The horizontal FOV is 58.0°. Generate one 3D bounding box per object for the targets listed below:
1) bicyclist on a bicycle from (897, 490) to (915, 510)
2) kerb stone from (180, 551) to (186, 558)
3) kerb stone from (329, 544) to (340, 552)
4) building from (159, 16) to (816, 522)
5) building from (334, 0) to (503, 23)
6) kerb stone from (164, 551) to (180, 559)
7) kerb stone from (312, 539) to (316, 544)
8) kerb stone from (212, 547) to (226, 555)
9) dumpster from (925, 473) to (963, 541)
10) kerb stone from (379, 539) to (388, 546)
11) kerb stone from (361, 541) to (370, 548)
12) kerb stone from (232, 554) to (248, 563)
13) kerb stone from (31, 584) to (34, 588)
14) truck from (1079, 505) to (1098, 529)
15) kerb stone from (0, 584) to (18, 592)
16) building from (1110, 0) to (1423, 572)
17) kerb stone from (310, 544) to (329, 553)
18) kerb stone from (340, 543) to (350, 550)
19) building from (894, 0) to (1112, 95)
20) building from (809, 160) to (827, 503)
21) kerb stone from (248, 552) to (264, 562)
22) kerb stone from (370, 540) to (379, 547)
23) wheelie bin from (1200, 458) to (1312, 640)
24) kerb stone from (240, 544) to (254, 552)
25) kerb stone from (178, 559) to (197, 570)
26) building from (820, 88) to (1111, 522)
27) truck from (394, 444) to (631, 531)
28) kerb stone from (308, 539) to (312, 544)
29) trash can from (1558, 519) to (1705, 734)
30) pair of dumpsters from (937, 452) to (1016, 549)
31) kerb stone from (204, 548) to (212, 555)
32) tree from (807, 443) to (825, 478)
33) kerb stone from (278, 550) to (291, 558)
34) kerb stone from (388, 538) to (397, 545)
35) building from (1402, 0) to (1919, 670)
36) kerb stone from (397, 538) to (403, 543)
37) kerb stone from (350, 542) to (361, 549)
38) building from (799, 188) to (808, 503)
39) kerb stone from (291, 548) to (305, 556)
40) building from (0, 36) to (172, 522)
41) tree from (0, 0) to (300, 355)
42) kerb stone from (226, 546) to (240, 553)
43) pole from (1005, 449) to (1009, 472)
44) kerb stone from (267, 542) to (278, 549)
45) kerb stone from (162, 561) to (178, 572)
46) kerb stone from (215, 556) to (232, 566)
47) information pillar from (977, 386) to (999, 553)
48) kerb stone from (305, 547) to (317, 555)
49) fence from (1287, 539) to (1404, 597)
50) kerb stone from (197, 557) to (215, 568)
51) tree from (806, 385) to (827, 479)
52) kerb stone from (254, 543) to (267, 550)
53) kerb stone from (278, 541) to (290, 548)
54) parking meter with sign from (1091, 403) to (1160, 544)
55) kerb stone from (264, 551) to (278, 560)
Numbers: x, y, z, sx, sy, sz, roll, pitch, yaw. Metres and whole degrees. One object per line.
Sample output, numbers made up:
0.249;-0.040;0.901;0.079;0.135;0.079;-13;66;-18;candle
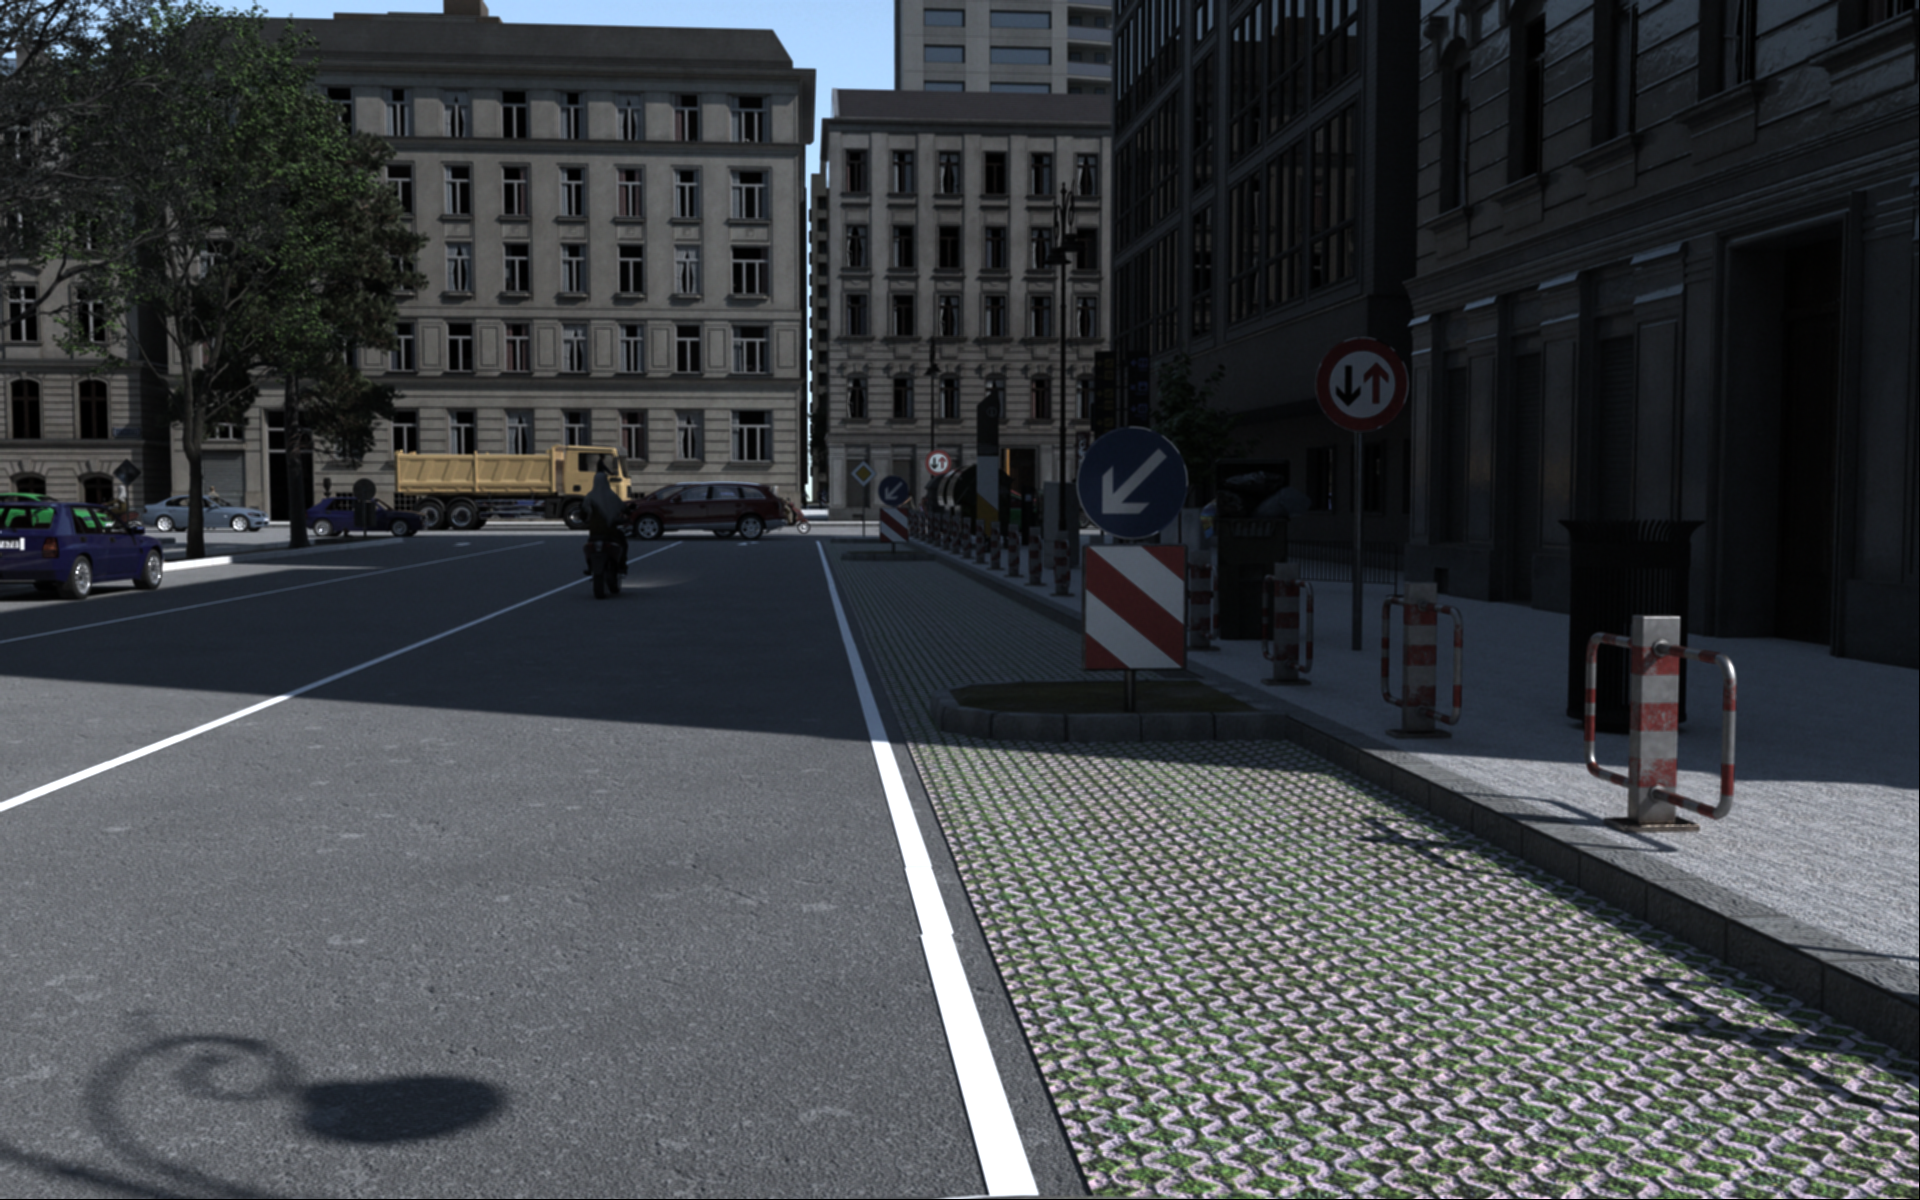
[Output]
-2.116;-3.570;68.394;1.625;1.676;1.499;0;4;-3;bicyclist on a bicycle
-17.481;-1.022;38.974;0.120;0.150;1.000;0;4;-5;kerb stone
-15.765;-1.288;43.283;0.120;0.150;1.000;0;4;-5;kerb stone
-22.279;-15.485;86.458;30.059;22.955;16.112;0;4;-5;building
-48.137;-31.209;160.384;14.600;45.320;14.200;0;4;-5;building
-17.385;-0.964;37.953;0.120;0.150;1.000;0;4;-5;kerb stone
-18.410;-1.654;49.233;0.120;0.150;1.000;0;4;-5;kerb stone
-17.661;-1.151;41.016;0.120;0.150;1.000;0;4;-5;kerb stone
-0.291;-2.582;47.972;1.264;1.857;1.865;0;4;-5;dumpster
-16.225;-1.603;48.398;0.120;0.150;1.000;0;4;-5;kerb stone
-16.034;-1.478;46.353;0.120;0.150;1.000;0;4;-5;kerb stone
-15.110;-0.848;36.087;0.120;0.150;1.000;0;4;-5;kerb stone
-14.286;-0.281;26.881;0.120;0.150;1.000;0;4;-5;kerb stone
13.412;-5.026;71.938;18.799;4.110;2.967;0;4;-3;truck
-14.191;-0.224;25.858;0.120;0.150;1.000;0;4;-5;kerb stone
11.934;-14.806;35.583;14.314;27.812;24.014;0;4;-5;building
-15.668;-1.227;42.258;0.120;0.150;1.000;0;4;-5;kerb stone
-15.852;-1.351;44.309;0.120;0.150;1.000;0;4;-5;kerb stone
4.385;-37.904;161.731;21.231;58.520;28.212;0;4;-5;building
-10.840;-38.270;249.409;21.600;48.544;21.300;0;4;-5;building
-15.197;-0.911;37.112;0.120;0.150;1.000;0;4;-5;kerb stone
-16.134;-1.540;47.376;0.120;0.150;1.000;0;4;-5;kerb stone
2.619;-0.456;15.363;0.980;1.594;0.693;1;4;9;wheelie bin
-17.839;-1.277;43.073;0.120;0.150;1.000;0;4;-5;kerb stone
-14.832;-0.662;33.023;0.120;0.150;1.000;0;4;-5;kerb stone
2.320;-14.464;85.634;18.267;20.994;9.793;0;4;-5;building
-17.208;-4.465;68.920;9.791;3.379;3.469;0;4;-5;truck
-18.315;-1.585;48.205;0.120;0.150;1.000;0;4;-5;kerb stone
3.641;0.135;9.440;0.748;1.137;0.748;0;3;0;trash can
0.395;-2.438;42.352;1.574;2.255;4.437;0;4;-5;pair of dumpsters
-17.569;-1.086;39.995;0.120;0.150;1.000;0;4;-5;kerb stone
-14.880;-16.900;210.724;8.767;10.594;7.601;1;4;9;tree
-15.384;-1.038;39.159;0.120;0.150;1.000;0;4;-5;kerb stone
-16.314;-1.664;49.420;0.120;0.150;1.000;0;4;-5;kerb stone
11.483;-10.106;14.379;9.793;20.994;18.267;0;4;-5;building
-16.408;-1.728;50.447;0.120;0.150;1.000;0;4;-5;kerb stone
-15.939;-1.415;45.331;0.120;0.150;1.000;0;4;-5;kerb stone
-28.788;-36.406;245.346;14.200;45.320;14.600;0;4;-5;building
-15.477;-1.093;40.196;0.120;0.150;1.000;0;4;-5;kerb stone
-54.919;-16.126;82.752;34.723;24.649;14.460;0;4;-5;building
-15.287;-6.854;24.895;12.009;13.543;11.850;0;3;0;tree
-17.755;-1.214;42.037;0.120;0.150;1.000;0;4;-5;kerb stone
2.123;-5.179;78.521;0.158;3.312;0.155;0;3;0;pole
-18.040;-1.403;45.131;0.120;0.150;1.000;0;4;-5;kerb stone
-14.738;-0.599;32.002;0.120;0.150;1.000;0;4;-5;kerb stone
-15.019;-0.787;35.065;0.120;0.150;1.000;0;4;-5;kerb stone
0.618;-2.839;37.776;0.504;3.616;0.183;0;4;-3;information pillar
-15.571;-1.164;41.222;0.120;0.150;1.000;0;4;-5;kerb stone
4.795;-0.424;22.305;0.278;0.683;2.069;-3;5;-40;fence
-14.926;-0.725;34.044;0.120;0.150;1.000;0;4;-5;kerb stone
-12.284;-16.788;181.898;7.806;13.903;7.818;0;3;0;tree
-17.939;-1.340;44.099;0.120;0.150;1.000;0;4;-5;kerb stone
-18.125;-1.466;46.159;0.120;0.150;1.000;0;4;-5;kerb stone
3.240;-2.225;32.644;0.543;3.016;1.738;-3;4;-37;parking meter with sign
-15.295;-0.975;38.132;0.120;0.150;1.000;0;4;-5;kerb stone
